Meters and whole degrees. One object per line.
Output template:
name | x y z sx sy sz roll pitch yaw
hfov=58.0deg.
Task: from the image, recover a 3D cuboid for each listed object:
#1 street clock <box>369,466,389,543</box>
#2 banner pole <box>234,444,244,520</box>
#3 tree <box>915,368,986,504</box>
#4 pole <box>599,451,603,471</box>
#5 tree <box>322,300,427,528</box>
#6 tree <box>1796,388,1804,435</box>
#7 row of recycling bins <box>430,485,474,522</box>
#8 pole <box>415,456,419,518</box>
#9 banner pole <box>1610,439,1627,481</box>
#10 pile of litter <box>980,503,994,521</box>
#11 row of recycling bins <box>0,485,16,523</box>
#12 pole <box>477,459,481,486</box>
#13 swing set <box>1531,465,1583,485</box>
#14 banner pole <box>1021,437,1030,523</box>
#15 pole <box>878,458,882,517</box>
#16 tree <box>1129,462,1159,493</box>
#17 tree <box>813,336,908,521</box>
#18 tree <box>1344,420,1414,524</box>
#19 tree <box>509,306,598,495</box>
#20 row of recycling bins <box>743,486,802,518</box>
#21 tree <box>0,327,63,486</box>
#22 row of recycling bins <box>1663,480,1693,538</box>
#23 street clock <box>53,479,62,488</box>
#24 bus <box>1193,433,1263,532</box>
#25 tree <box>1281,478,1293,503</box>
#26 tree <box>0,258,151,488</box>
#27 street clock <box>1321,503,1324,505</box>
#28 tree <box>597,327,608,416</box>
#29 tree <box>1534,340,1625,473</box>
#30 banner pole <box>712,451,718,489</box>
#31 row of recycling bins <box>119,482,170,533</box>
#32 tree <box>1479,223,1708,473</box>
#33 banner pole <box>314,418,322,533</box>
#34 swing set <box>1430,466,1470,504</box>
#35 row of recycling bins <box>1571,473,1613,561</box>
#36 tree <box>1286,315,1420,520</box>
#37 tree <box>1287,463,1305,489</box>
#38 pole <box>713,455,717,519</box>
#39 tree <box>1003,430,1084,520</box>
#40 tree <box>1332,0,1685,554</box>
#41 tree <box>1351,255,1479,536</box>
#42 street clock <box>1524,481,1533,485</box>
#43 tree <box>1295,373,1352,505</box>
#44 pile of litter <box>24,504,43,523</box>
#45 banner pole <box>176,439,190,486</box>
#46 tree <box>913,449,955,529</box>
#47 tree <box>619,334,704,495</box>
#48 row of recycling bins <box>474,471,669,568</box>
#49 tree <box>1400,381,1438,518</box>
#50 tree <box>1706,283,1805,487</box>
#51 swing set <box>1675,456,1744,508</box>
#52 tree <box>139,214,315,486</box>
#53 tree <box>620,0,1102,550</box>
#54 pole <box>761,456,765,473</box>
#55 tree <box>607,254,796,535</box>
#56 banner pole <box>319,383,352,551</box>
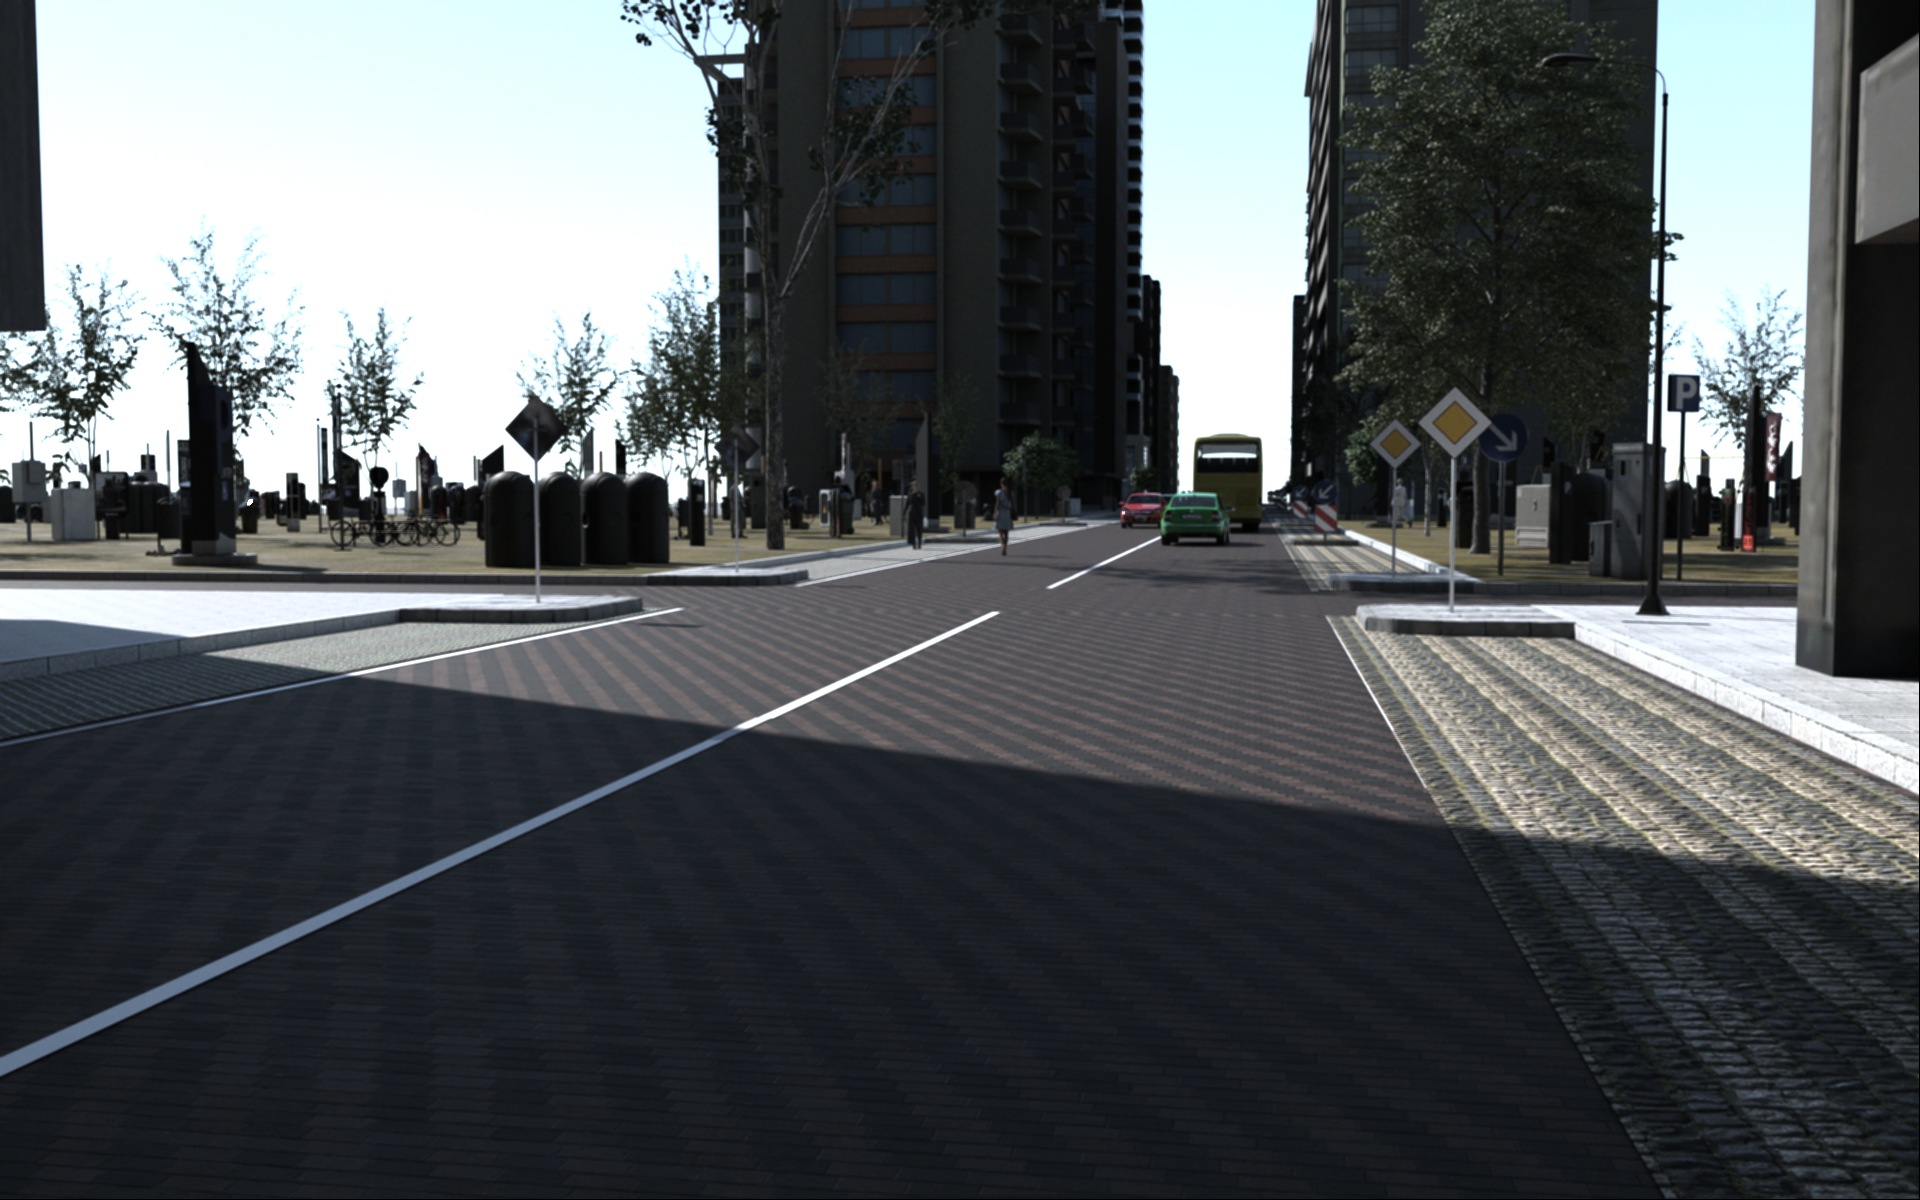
street clock | -15.271 -2.507 45.567 0.471 2.002 0.358 1 4 19
banner pole | -36.461 -5.908 86.609 0.863 3.779 0.401 -1 4 -15
tree | -0.462 -9.198 100.744 4.737 8.622 4.395 0 3 0
pole | -16.910 -5.369 81.622 0.158 3.312 0.155 0 3 0
tree | -22.540 -7.086 66.226 4.737 8.622 4.395 0 3 0
tree | 47.386 -8.745 93.342 4.737 8.622 4.395 0 3 0
row of recycling bins | -23.264 -4.543 81.387 3.534 1.692 1.069 1 4 13
pole | -29.000 -6.044 92.662 0.158 3.312 0.155 0 3 0
banner pole | 29.780 -5.393 78.196 0.863 3.779 0.401 2 4 26
pile of litter | 1.542 -4.170 82.142 1.176 0.858 1.719 0 4 2
row of recycling bins | -43.636 -4.337 78.024 3.534 1.692 1.069 3 4 38
pole | -27.722 -6.485 99.877 0.158 3.312 0.155 0 3 0
swing set | 32.326 -5.842 93.132 2.862 2.851 3.119 -2 4 -32
banner pole | 2.825 -5.259 75.997 0.401 3.779 0.863 1 4 17
pole | -4.562 -6.419 98.790 0.158 3.312 0.155 0 3 0
tree | 18.858 -11.832 177.160 4.285 4.588 4.351 0 3 0
tree | -4.854 -8.003 81.212 4.360 8.622 3.978 0 3 0
tree | 18.332 -5.620 75.592 4.285 4.588 4.351 0 3 0
tree | -15.037 -7.146 67.197 4.737 8.622 4.395 0 3 0
row of recycling bins | -10.240 -5.345 94.498 3.534 1.692 1.069 1 4 21
tree | -28.036 -6.027 48.906 4.360 8.622 3.978 0 3 0
row of recycling bins | 19.653 -2.633 50.166 3.534 1.692 1.069 -1 4 -21
street clock | -43.207 -4.795 82.965 0.358 2.002 0.471 -1 4 -9
bus | 10.720 -4.748 69.177 2.896 3.916 12.252 1 4 9
tree | 45.281 -14.929 238.693 1.663 3.219 1.824 0 3 0
tree | -27.046 -6.292 53.238 4.737 8.622 4.395 0 3 0
street clock | 20.359 -5.656 97.048 0.358 2.002 0.471 2 4 30
tree | -9.575 -6.773 61.100 4.737 8.622 4.395 0 3 0
tree | 28.837 -8.020 81.496 4.737 8.622 4.395 0 3 0
banner pole | -14.247 -6.766 100.643 0.401 3.779 0.863 -2 4 -31
row of recycling bins | -27.572 -3.140 58.447 1.069 1.692 3.534 0 4 -4
tree | 16.438 -5.809 45.333 4.360 8.622 3.978 0 3 0
banner pole | -20.998 -4.101 57.067 0.401 3.779 0.863 0 4 8
swing set | 28.468 -6.126 97.779 3.119 2.851 2.862 -1 4 -23
row of recycling bins | 12.586 -1.696 34.847 1.069 1.692 3.534 1 4 20
tree | 19.738 -9.288 86.269 7.601 10.594 8.767 2 4 23
tree | 36.291 -12.214 183.417 4.285 4.588 4.351 0 3 0
pole | -12.780 -5.901 90.322 0.158 3.312 0.155 0 3 0
tree | 3.930 -6.306 86.820 4.285 4.588 4.351 0 3 0
tree | 11.618 -7.272 37.020 7.486 12.596 7.792 0 3 0
tree | 14.434 -6.235 52.300 4.360 8.622 3.978 0 3 0
street clock | 31.913 -5.673 97.323 0.471 2.002 0.358 2 4 29
tree | 21.526 -9.224 101.167 4.360 8.622 3.978 0 3 0
pile of litter | -40.968 -3.873 77.288 1.176 0.858 1.719 2 4 28
banner pole | -31.107 -4.880 69.812 0.863 3.779 0.401 -3 5 -40
tree | -0.760 -4.262 64.284 1.663 3.219 1.824 0 3 0
tree | -13.328 -7.843 78.599 4.360 8.622 3.978 0 3 0
row of recycling bins | -6.849 -1.482 31.346 3.534 1.692 1.069 -3 5 -41
tree | 24.874 -8.787 94.031 4.737 8.622 4.395 0 3 0
tree | 27.371 -6.704 59.980 4.360 8.622 3.978 0 3 0
swing set | 31.607 -4.602 72.862 2.862 2.851 3.119 -3 5 -40
tree | -19.695 -5.895 46.743 4.360 8.622 3.978 0 3 0
tree | -2.979 -11.188 38.809 12.611 20.169 13.585 0 3 0
pole | -10.445 -6.005 92.025 0.158 3.312 0.155 0 3 0
tree | -7.566 -6.324 53.754 4.737 8.622 4.395 0 3 0
banner pole | -13.990 -2.992 38.944 0.401 3.779 0.863 0 4 -4
